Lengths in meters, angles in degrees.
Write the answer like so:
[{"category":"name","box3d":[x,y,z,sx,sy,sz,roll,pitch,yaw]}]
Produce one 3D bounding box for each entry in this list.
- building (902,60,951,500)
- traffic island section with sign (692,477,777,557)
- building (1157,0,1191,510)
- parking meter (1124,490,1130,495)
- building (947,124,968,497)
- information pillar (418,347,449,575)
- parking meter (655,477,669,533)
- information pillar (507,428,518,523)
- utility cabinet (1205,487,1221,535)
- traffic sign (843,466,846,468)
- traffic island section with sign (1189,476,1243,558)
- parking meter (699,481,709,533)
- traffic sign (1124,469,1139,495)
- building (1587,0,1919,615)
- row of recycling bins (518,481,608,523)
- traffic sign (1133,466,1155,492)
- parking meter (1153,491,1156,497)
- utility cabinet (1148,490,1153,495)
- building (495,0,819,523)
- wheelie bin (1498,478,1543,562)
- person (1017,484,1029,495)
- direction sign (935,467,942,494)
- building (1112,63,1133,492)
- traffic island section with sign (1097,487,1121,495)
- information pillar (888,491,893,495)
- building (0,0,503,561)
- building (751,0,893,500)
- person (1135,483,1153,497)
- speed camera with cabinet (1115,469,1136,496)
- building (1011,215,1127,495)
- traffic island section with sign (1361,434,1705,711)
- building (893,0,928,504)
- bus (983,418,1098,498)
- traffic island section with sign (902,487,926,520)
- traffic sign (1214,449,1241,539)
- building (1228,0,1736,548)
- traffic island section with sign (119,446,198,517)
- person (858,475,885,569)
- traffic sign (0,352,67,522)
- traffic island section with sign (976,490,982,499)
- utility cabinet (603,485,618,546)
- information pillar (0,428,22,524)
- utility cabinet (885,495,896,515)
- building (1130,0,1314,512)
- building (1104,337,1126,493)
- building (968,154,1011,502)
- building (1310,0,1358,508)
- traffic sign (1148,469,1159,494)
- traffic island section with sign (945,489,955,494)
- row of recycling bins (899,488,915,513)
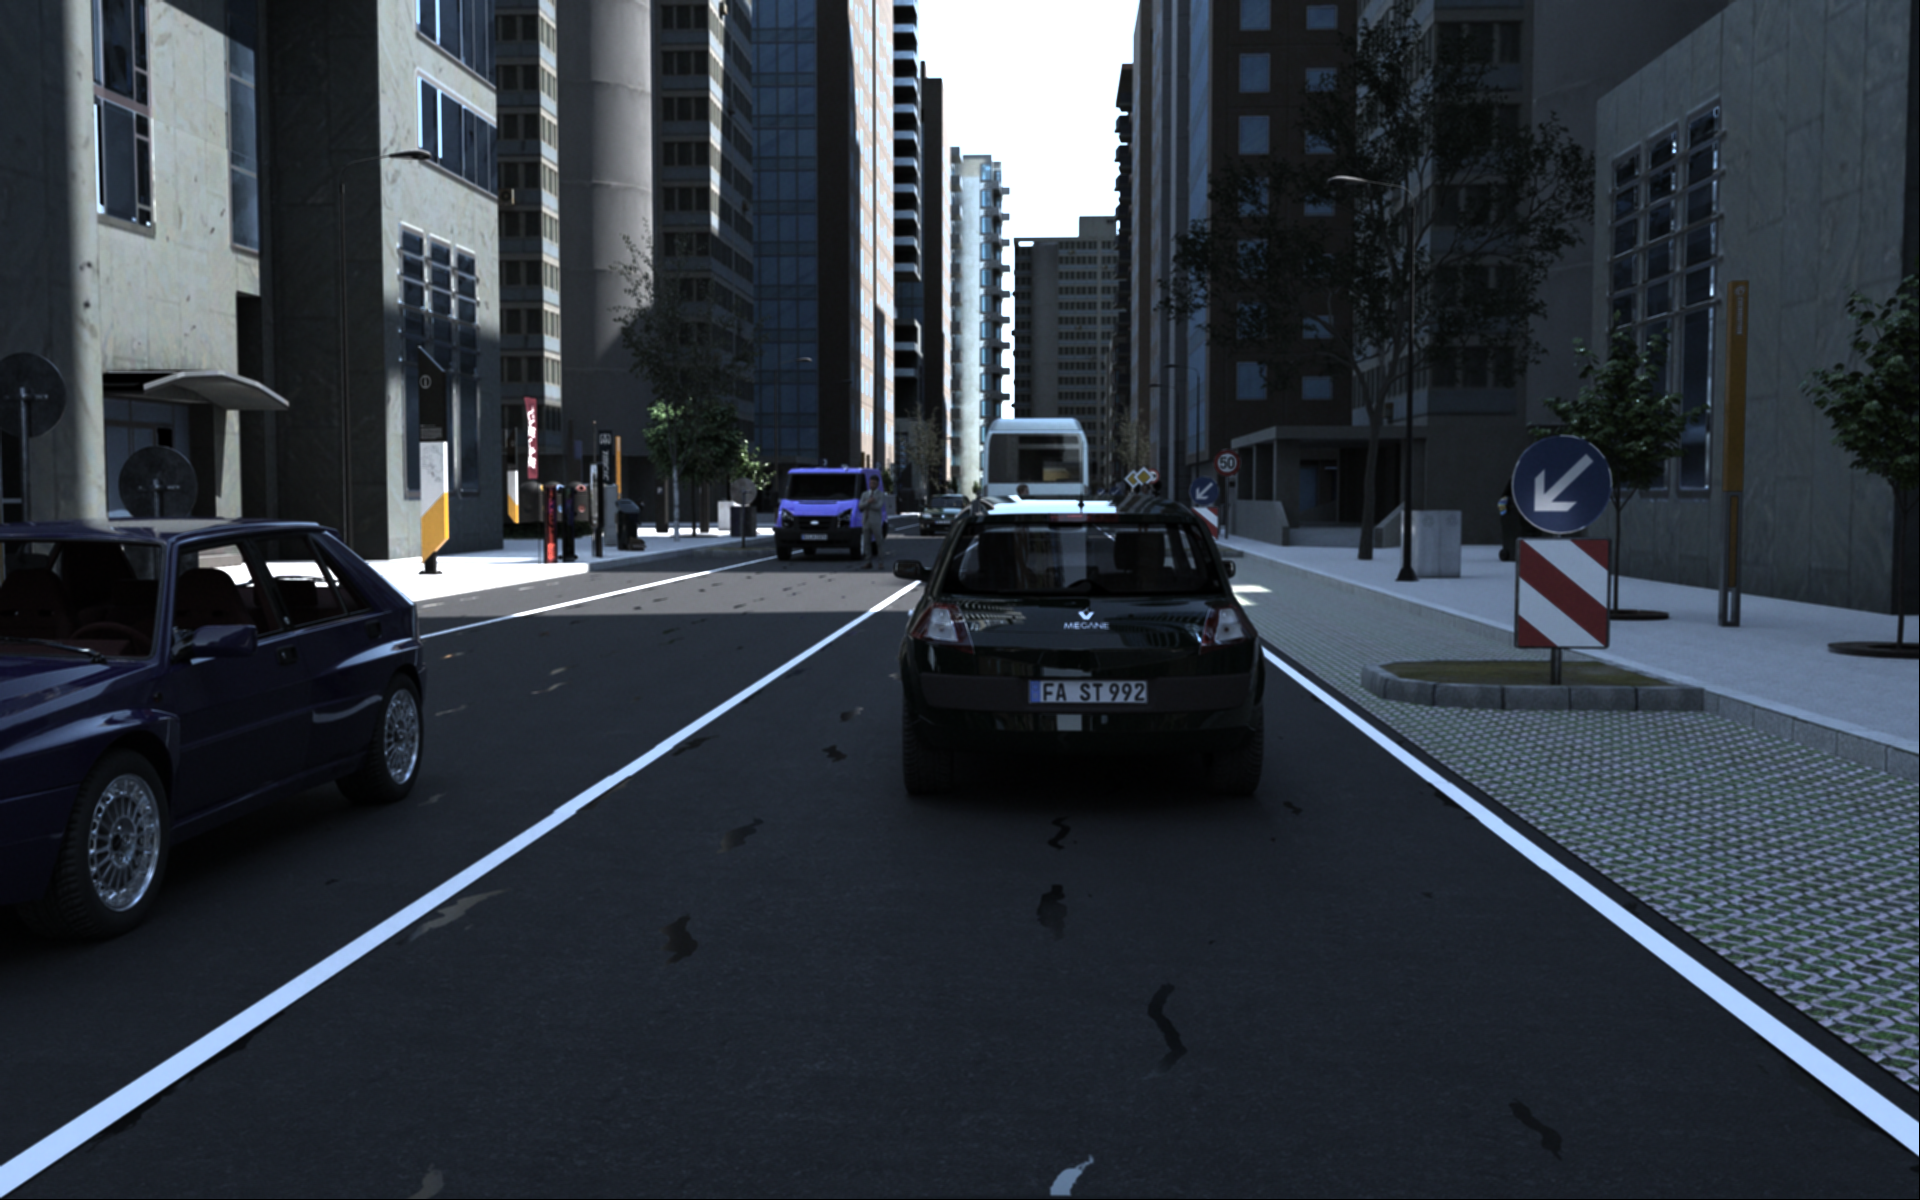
[{"category":"building","box3d":[-8.306,-32.635,183.693,14.600,45.320,14.200,0,4,3]},{"category":"traffic island section with sign","box3d":[-5.085,-1.945,40.432,1.989,1.847,2.006,0,4,3]},{"category":"building","box3d":[21.986,-34.063,98.921,21.231,58.520,28.212,0,4,3]},{"category":"parking meter","box3d":[11.421,-6.739,118.588,0.372,1.533,0.369,0,3,0]},{"category":"building","box3d":[-15.163,-36.103,209.888,30.456,49.044,23.786,0,4,3]},{"category":"information pillar","box3d":[-8.375,-2.212,27.518,0.504,3.616,0.183,1,4,22]},{"category":"parking meter","box3d":[-9.869,-3.154,57.285,0.399,1.863,0.255,1,4,21]},{"category":"information pillar","box3d":[-15.848,-4.283,61.382,0.504,3.616,0.183,3,4,37]},{"category":"utility cabinet","box3d":[7.839,-2.760,53.810,0.318,1.500,1.173,1,4,18]},{"category":"traffic sign","box3d":[-4.186,-3.615,62.755,0.795,2.450,0.064,0,4,3]},{"category":"traffic island section with sign","box3d":[5.427,-1.903,39.736,1.989,1.847,2.006,0,4,3]},{"category":"parking meter","box3d":[-8.473,-3.160,57.380,0.255,1.863,0.399,-1,4,-19]},{"category":"traffic sign","box3d":[7.018,-4.067,70.134,0.795,2.450,0.064,0,4,3]},{"category":"building","box3d":[20.739,-42.658,10.129,22.319,86.520,31.000,0,4,3]},{"category":"row of recycling bins","box3d":[-13.045,-3.059,57.136,1.069,1.692,3.534,3,4,39]},{"category":"traffic sign","box3d":[6.591,-3.579,62.160,0.795,2.450,0.064,0,4,3]},{"category":"parking meter","box3d":[10.923,-5.495,98.256,0.372,1.533,0.369,0,3,0]},{"category":"utility cabinet","box3d":[9.734,-4.912,88.983,0.318,1.500,1.173,1,4,11]},{"category":"building","box3d":[-23.178,-23.939,83.282,32.217,40.220,23.993,0,4,3]},{"category":"wheelie bin","box3d":[10.753,-1.534,32.993,0.980,1.594,0.693,-1,4,-19]},{"category":"person","box3d":[1.069,-1.189,29.751,0.330,1.601,0.589,2,4,27]},{"category":"direction sign","box3d":[-1.819,-9.398,145.654,0.379,3.537,0.876,-3,5,-40]},{"category":"building","box3d":[26.744,-31.820,174.881,22.147,44.769,28.867,0,4,3]},{"category":"traffic island section with sign","box3d":[8.385,-5.292,95.159,1.989,1.847,2.006,0,4,3]},{"category":"information pillar","box3d":[-5.094,-7.458,126.433,0.304,2.012,0.304,3,5,39]},{"category":"building","box3d":[-20.614,-43.431,22.762,22.319,86.520,31.000,0,4,3]},{"category":"building","box3d":[-12.600,-29.503,132.488,14.600,45.320,14.200,0,4,3]},{"category":"person","box3d":[5.797,-2.836,55.219,0.716,1.782,0.532,0,4,7]},{"category":"speed camera with cabinet","box3d":[12.943,-8.628,135.404,0.660,3.252,2.038,3,5,40]},{"category":"building","box3d":[19.278,-33.786,244.289,23.993,40.220,32.217,0,4,3]},{"category":"traffic island section with sign","box3d":[3.951,-0.227,12.345,1.989,1.847,2.006,0,4,3]},{"category":"building","box3d":[-13.747,-51.833,160.135,22.319,86.520,31.000,0,4,3]},{"category":"bus","box3d":[2.370,-3.287,48.607,2.948,3.499,13.247,0,4,5]},{"category":"traffic island section with sign","box3d":[-2.137,-5.321,95.628,1.989,1.847,2.006,0,4,3]},{"category":"traffic sign","box3d":[7.618,-3.018,49.447,0.768,2.556,0.104,0,4,5]},{"category":"building","box3d":[24.364,-21.742,47.370,32.217,40.220,23.993,0,4,3]},{"category":"traffic island section with sign","box3d":[-6.527,-0.299,13.515,1.989,1.847,2.006,0,4,3]},{"category":"person","box3d":[-1.693,-1.503,33.259,0.511,1.800,0.466,0,4,7]},{"category":"traffic sign","box3d":[-8.415,-0.948,15.605,0.768,2.556,0.104,0,4,5]},{"category":"traffic island section with sign","box3d":[1.976,-10.016,172.389,1.989,1.847,2.006,0,4,3]},{"category":"utility cabinet","box3d":[-8.697,-2.101,43.032,0.318,1.500,1.173,-1,4,-15]},{"category":"information pillar","box3d":[-9.007,-0.723,16.312,0.304,2.012,0.304,2,4,23]},{"category":"utility cabinet","box3d":[-4.375,-5.680,104.035,1.020,1.237,0.306,0,4,-8]},{"category":"building","box3d":[22.384,-30.752,152.900,14.600,45.320,14.200,0,4,3]},{"category":"building","box3d":[31.324,-21.993,204.623,27.650,21.520,28.899,0,4,3]},{"category":"building","box3d":[-8.107,-38.051,241.740,30.456,49.044,23.786,0,4,3]},{"category":"building","box3d":[21.534,-29.262,128.542,14.600,45.320,14.200,0,4,3]},{"category":"traffic sign","box3d":[9.619,-5.309,86.908,0.768,2.556,0.104,0,4,7]},{"category":"traffic island section with sign","box3d":[-0.655,-6.998,123.053,1.989,1.847,2.006,0,4,3]},{"category":"row of recycling bins","box3d":[-3.824,-7.027,122.007,1.069,1.692,3.534,0,4,7]}]
